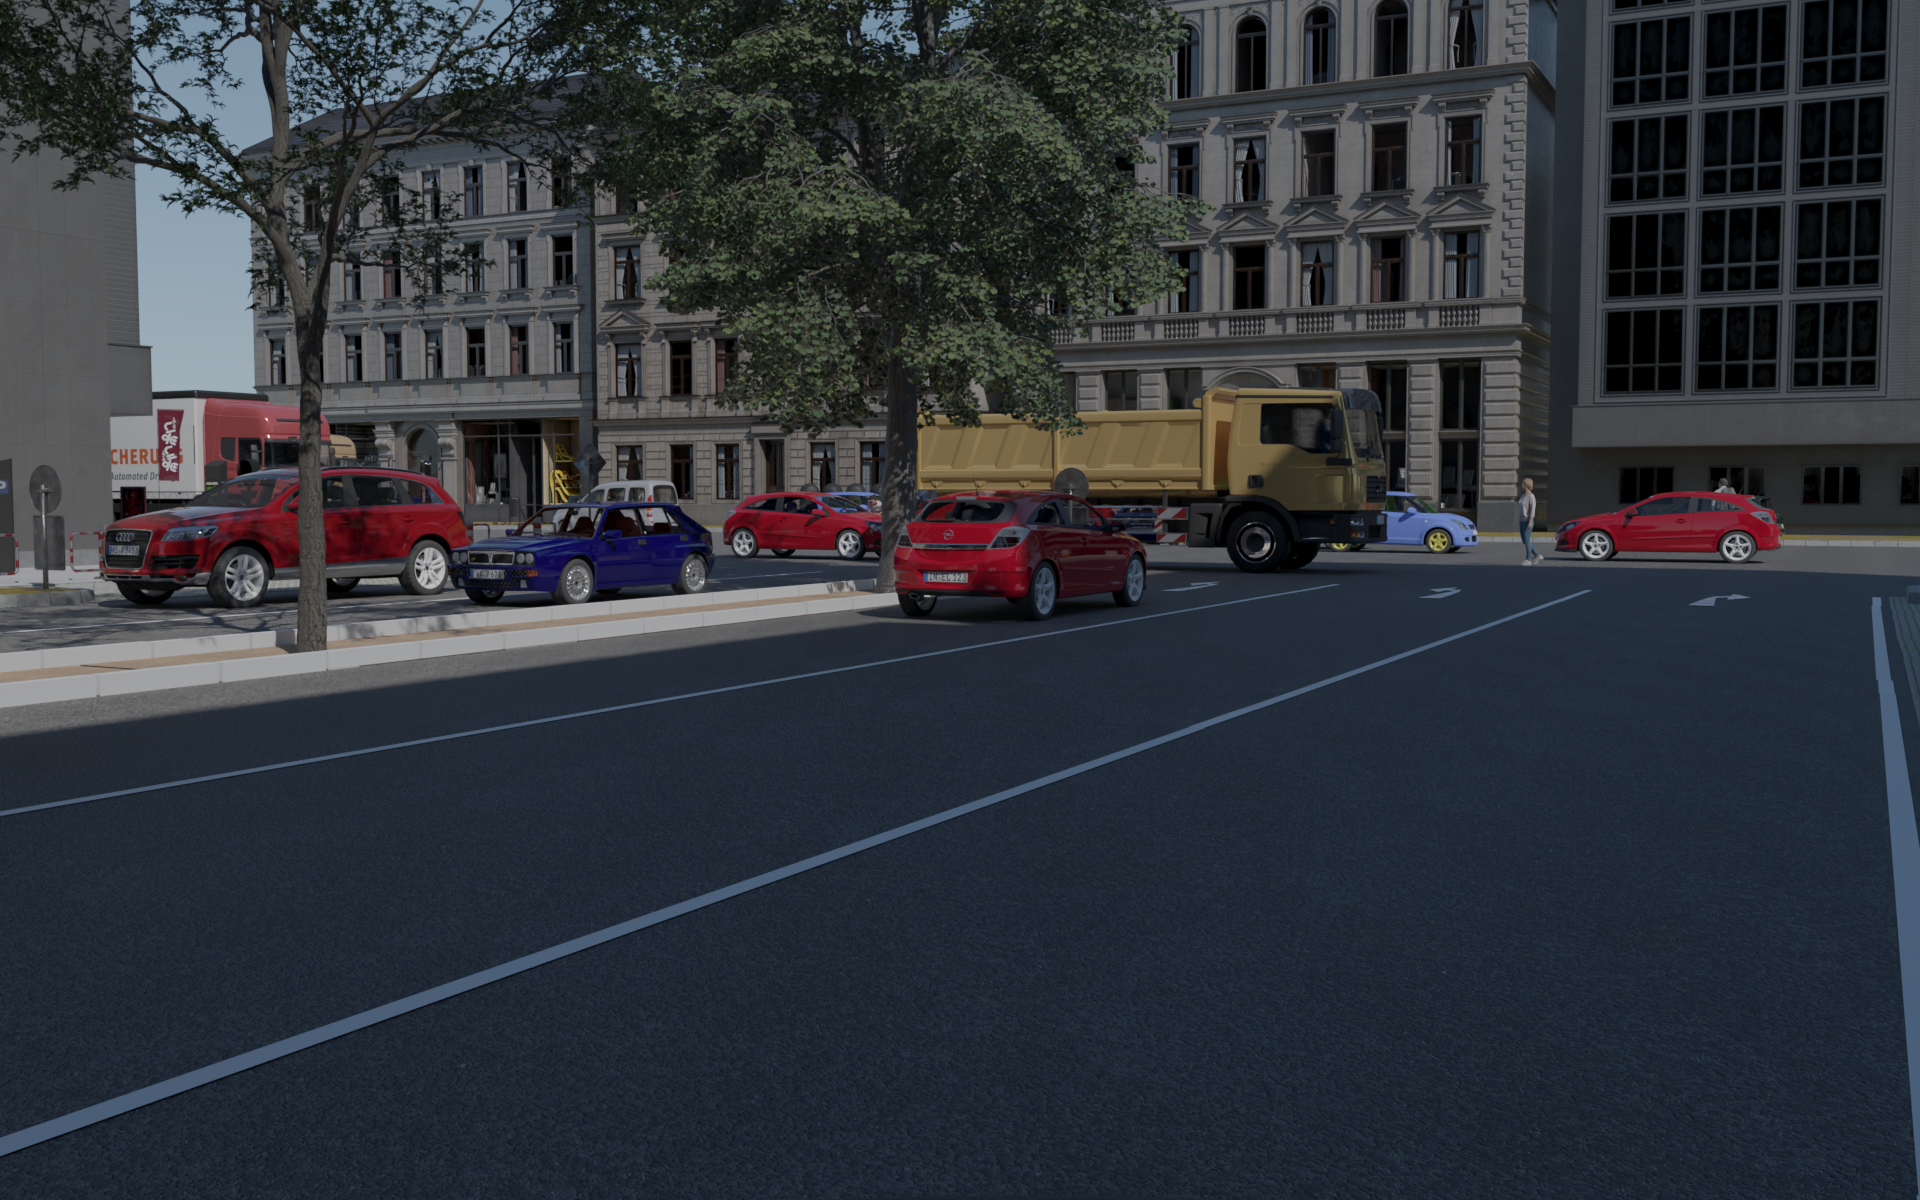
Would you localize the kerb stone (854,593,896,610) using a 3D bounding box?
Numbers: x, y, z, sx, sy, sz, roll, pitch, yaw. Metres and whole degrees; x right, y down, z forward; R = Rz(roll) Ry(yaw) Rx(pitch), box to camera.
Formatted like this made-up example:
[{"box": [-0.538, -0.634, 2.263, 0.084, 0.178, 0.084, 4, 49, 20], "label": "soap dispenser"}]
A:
[{"box": [-1.140, 0.020, 21.874, 0.120, 0.150, 1.000, 2, 4, 27], "label": "kerb stone"}]

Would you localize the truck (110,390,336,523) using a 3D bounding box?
[{"box": [-21.955, -3.653, 48.644, 11.283, 4.237, 2.839, 2, 4, 27], "label": "truck"}]

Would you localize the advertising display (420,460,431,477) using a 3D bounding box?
[{"box": [-10.188, -1.704, 33.066, 0.123, 1.923, 0.974, -1, 4, -22], "label": "advertising display"}]

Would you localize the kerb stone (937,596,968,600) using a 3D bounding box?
[{"box": [-0.193, -0.091, 23.695, 0.120, 0.150, 1.000, 2, 4, 27], "label": "kerb stone"}]

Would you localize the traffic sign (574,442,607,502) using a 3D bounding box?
[{"box": [-7.196, -1.836, 33.666, 0.795, 2.450, 0.064, 2, 4, 27], "label": "traffic sign"}]

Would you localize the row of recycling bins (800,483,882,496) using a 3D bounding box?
[{"box": [-4.366, -3.594, 65.873, 3.534, 1.692, 1.069, 0, 4, 2], "label": "row of recycling bins"}]

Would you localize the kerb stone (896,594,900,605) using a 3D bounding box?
[{"box": [-0.677, -0.032, 22.790, 0.120, 0.150, 1.000, 2, 4, 27], "label": "kerb stone"}]

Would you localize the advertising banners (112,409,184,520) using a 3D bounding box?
[{"box": [-16.895, -2.393, 35.312, 2.074, 3.025, 0.090, -2, 4, -32], "label": "advertising banners"}]

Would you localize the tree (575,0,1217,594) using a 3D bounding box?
[{"box": [-0.861, -7.062, 24.577, 9.857, 13.997, 8.962, 0, 3, 0], "label": "tree"}]

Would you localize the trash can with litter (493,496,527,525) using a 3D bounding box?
[{"box": [-18.883, -3.753, 72.419, 2.233, 1.210, 1.678, 1, 4, 21], "label": "trash can with litter"}]

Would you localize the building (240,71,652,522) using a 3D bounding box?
[{"box": [-31.595, -14.526, 88.405, 40.483, 20.767, 10.553, 2, 4, 27], "label": "building"}]

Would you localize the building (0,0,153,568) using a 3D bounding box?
[{"box": [-31.185, -13.078, 32.889, 30.058, 24.678, 14.314, 2, 4, 27], "label": "building"}]

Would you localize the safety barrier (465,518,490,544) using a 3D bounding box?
[{"box": [-9.330, -1.140, 32.921, 0.300, 0.817, 1.120, 2, 4, 27], "label": "safety barrier"}]

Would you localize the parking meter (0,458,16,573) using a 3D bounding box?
[{"box": [-15.587, -1.369, 28.102, 0.399, 1.863, 0.255, -2, 4, -34], "label": "parking meter"}]

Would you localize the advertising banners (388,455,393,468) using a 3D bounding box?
[{"box": [-24.767, -4.906, 76.407, 0.090, 3.025, 2.074, -3, 5, -43], "label": "advertising banners"}]

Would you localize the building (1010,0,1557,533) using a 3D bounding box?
[{"box": [12.366, -14.450, 65.133, 19.941, 23.489, 11.050, 2, 4, 27], "label": "building"}]

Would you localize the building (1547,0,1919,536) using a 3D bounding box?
[{"box": [35.368, -14.440, 55.158, 30.058, 24.678, 14.314, 2, 4, 27], "label": "building"}]

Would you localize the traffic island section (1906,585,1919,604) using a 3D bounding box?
[{"box": [13.654, -0.036, 22.876, 2.009, 0.180, 2.903, 2, 4, 27], "label": "traffic island section"}]

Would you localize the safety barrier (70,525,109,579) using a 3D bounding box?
[{"box": [-12.896, -0.723, 26.103, 0.300, 0.817, 1.120, 2, 4, 27], "label": "safety barrier"}]

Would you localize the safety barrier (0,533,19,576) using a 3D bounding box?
[{"box": [-13.789, -0.619, 24.394, 0.300, 0.817, 1.120, 2, 4, 27], "label": "safety barrier"}]

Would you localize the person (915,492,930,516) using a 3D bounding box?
[{"box": [-0.917, -1.332, 30.999, 0.841, 1.734, 0.376, 3, 5, 44], "label": "person"}]

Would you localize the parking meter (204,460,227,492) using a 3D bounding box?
[{"box": [-12.789, -1.474, 29.812, 0.255, 1.863, 0.399, 0, 4, 0], "label": "parking meter"}]

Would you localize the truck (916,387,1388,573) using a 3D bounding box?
[{"box": [3.980, -2.278, 33.176, 9.791, 3.379, 3.469, 2, 4, 26], "label": "truck"}]

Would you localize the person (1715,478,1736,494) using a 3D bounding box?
[{"box": [19.591, -2.185, 44.322, 0.679, 1.850, 0.850, 1, 4, 17], "label": "person"}]

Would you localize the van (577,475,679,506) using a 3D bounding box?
[{"box": [-10.669, -2.843, 53.488, 4.112, 2.044, 2.013, 2, 4, 27], "label": "van"}]

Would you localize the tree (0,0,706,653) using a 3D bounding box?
[{"box": [-5.419, -4.775, 14.937, 8.767, 10.594, 7.601, 2, 4, 27], "label": "tree"}]

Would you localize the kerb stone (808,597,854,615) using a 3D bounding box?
[{"box": [-1.627, 0.075, 20.964, 0.120, 0.150, 1.000, 2, 4, 27], "label": "kerb stone"}]

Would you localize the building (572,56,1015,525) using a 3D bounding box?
[{"box": [-5.413, -12.780, 73.573, 19.286, 19.102, 10.561, 2, 4, 27], "label": "building"}]

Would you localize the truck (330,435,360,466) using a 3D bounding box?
[{"box": [-29.172, -5.058, 71.606, 11.283, 4.237, 2.839, 2, 4, 29], "label": "truck"}]

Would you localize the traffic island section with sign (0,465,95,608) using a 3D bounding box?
[{"box": [-12.597, -0.860, 22.693, 1.989, 1.847, 2.006, 2, 4, 27], "label": "traffic island section with sign"}]

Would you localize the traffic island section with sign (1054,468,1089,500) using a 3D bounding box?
[{"box": [1.635, -1.301, 29.404, 2.006, 1.907, 1.989, 2, 4, 27], "label": "traffic island section with sign"}]

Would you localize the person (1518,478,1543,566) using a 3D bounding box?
[{"box": [11.412, -1.559, 34.662, 0.598, 1.740, 0.731, -1, 4, -15], "label": "person"}]

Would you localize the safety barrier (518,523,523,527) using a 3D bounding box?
[{"box": [-8.447, -1.245, 34.623, 0.300, 0.817, 1.120, 2, 4, 27], "label": "safety barrier"}]

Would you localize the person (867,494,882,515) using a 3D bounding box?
[{"box": [-2.114, -1.902, 42.786, 0.628, 1.438, 0.799, -1, 4, -22], "label": "person"}]

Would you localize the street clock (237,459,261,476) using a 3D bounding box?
[{"box": [-14.771, -1.923, 36.013, 0.471, 2.002, 0.358, 2, 4, 27], "label": "street clock"}]
